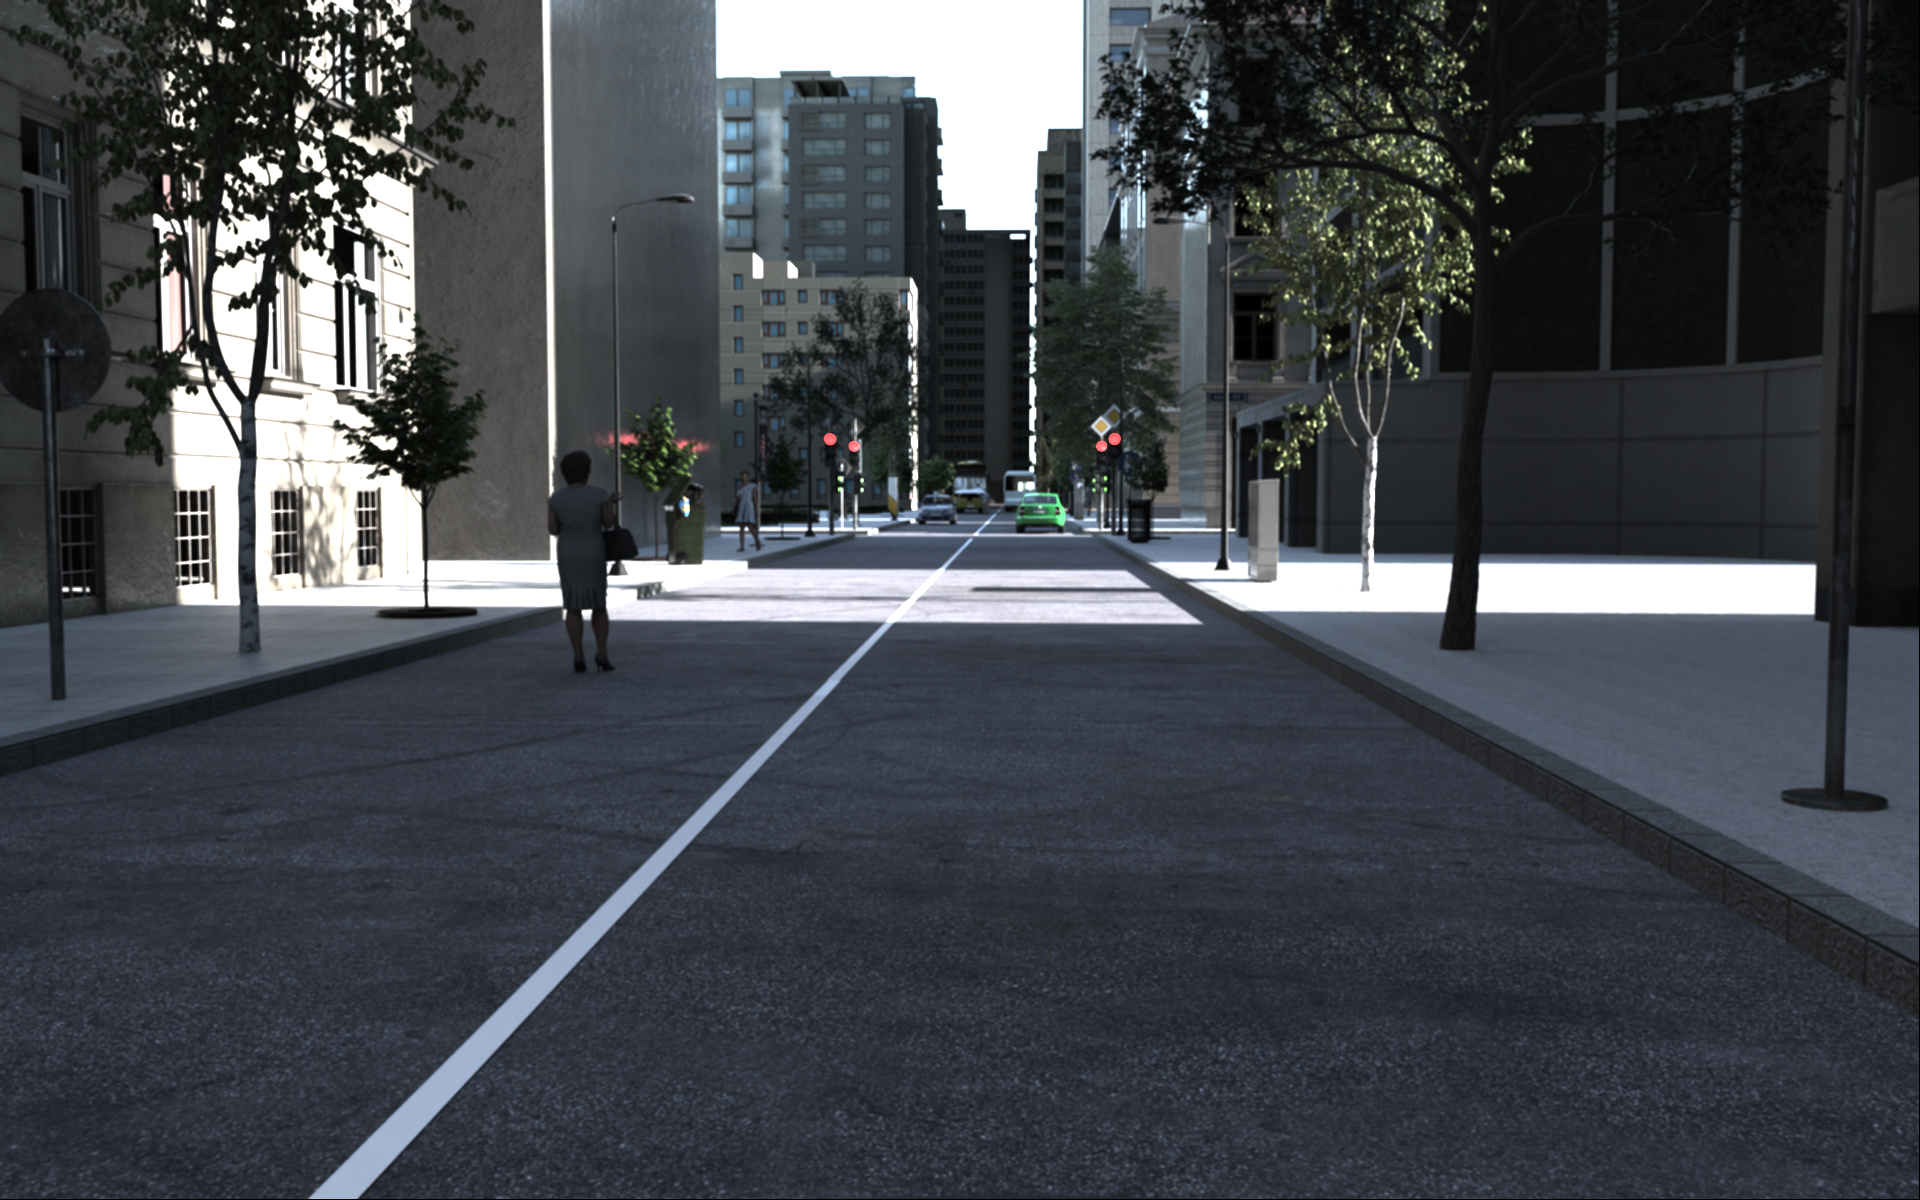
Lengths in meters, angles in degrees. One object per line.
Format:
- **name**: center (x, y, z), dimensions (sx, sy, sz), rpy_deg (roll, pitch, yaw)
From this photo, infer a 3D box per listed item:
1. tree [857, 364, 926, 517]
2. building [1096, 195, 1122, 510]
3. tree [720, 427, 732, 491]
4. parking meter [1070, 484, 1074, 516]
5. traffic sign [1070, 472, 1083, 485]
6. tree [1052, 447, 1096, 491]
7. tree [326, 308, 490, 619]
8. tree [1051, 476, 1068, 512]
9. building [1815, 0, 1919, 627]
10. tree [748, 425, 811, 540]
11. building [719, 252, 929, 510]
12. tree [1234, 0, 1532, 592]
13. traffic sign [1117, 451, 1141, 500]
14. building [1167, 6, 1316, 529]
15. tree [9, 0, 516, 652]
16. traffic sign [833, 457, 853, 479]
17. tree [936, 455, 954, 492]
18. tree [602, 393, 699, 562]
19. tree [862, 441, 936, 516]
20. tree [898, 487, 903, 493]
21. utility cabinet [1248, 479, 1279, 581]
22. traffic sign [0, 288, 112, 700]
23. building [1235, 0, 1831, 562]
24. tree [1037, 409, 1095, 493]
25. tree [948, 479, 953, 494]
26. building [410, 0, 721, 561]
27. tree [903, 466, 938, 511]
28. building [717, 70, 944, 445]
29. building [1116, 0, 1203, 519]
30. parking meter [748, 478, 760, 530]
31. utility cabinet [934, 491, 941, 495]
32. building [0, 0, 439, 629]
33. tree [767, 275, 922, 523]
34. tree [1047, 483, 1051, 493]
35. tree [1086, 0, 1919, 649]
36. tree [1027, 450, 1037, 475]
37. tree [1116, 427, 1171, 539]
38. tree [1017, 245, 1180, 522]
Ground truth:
- **tree**: center (-3.732, -8.977, 97.137), dimensions (4.737, 8.622, 4.395), rpy_deg (0, 3, 0)
- **building**: center (17.418, -18.504, 121.610), dimensions (14.314, 24.678, 30.058), rpy_deg (0, 4, 2)
- **tree**: center (-19.847, -11.320, 135.449), dimensions (4.737, 8.622, 4.395), rpy_deg (0, 3, 0)
- **parking meter**: center (6.573, -5.781, 100.234), dimensions (0.399, 1.863, 0.255), rpy_deg (-1, 4, -14)
- **traffic sign**: center (6.665, -6.064, 99.246), dimensions (0.768, 2.556, 0.104), rpy_deg (1, 4, 9)
- **tree**: center (7.821, -8.160, 117.124), dimensions (4.285, 4.588, 4.351), rpy_deg (0, 3, 0)
- **tree**: center (-5.776, -1.444, 18.204), dimensions (1.663, 3.219, 1.824), rpy_deg (0, 3, 0)
- **tree**: center (8.075, -8.074, 126.611), dimensions (1.663, 3.219, 1.824), rpy_deg (0, 3, 0)
- **building**: center (18.995, -23.340, 5.305), dimensions (21.300, 48.544, 21.600), rpy_deg (0, 4, 2)
- **tree**: center (-4.956, -3.309, 48.696), dimensions (1.663, 3.219, 1.824), rpy_deg (0, 3, 0)
- **building**: center (-17.261, -18.835, 152.993), dimensions (27.650, 21.520, 28.899), rpy_deg (0, 4, 2)
- **tree**: center (5.415, -4.429, 22.775), dimensions (4.737, 8.622, 4.395), rpy_deg (0, 3, 0)
- **traffic sign**: center (5.041, -3.131, 51.303), dimensions (0.768, 2.556, 0.104), rpy_deg (1, 4, 11)
- **building**: center (18.986, -14.173, 67.893), dimensions (21.152, 22.565, 11.583), rpy_deg (0, 4, 2)
- **tree**: center (-5.771, -3.897, 14.081), dimensions (4.737, 8.622, 4.395), rpy_deg (0, 3, 0)
- **traffic sign**: center (-4.183, -3.754, 61.105), dimensions (0.795, 2.593, 0.064), rpy_deg (0, 4, 7)
- **tree**: center (-1.869, -9.539, 139.682), dimensions (4.285, 4.588, 4.351), rpy_deg (0, 3, 0)
- **tree**: center (-5.733, -2.367, 33.296), dimensions (1.663, 3.219, 1.824), rpy_deg (0, 3, 0)
- **tree**: center (-4.120, -7.258, 102.375), dimensions (4.285, 4.588, 4.351), rpy_deg (0, 3, 0)
- **tree**: center (-3.988, -8.333, 130.845), dimensions (1.663, 3.219, 1.824), rpy_deg (0, 3, 0)
- **utility cabinet**: center (4.472, -1.037, 25.633), dimensions (0.318, 1.500, 1.173), rpy_deg (0, 4, 3)
- **traffic sign**: center (-5.629, -0.650, 10.738), dimensions (0.768, 2.556, 0.104), rpy_deg (0, 4, 4)
- **building**: center (18.149, -36.762, 39.313), dimensions (20.563, 71.187, 20.611), rpy_deg (0, 4, 2)
- **tree**: center (9.323, -11.834, 143.842), dimensions (4.737, 8.622, 4.395), rpy_deg (0, 3, 0)
- **tree**: center (-0.735, -11.394, 180.900), dimensions (1.663, 3.219, 1.824), rpy_deg (0, 3, 0)
- **building**: center (-24.503, -14.550, 42.405), dimensions (34.151, 26.468, 19.350), rpy_deg (0, 4, 2)
- **tree**: center (-2.567, -7.724, 120.891), dimensions (1.663, 3.219, 1.824), rpy_deg (0, 3, 0)
- **building**: center (-17.215, -35.430, 198.885), dimensions (30.456, 49.044, 23.786), rpy_deg (0, 4, 2)
- **building**: center (15.754, -18.996, 96.486), dimensions (13.634, 28.700, 20.117), rpy_deg (0, 4, 2)
- **parking meter**: center (-7.345, -3.425, 61.711), dimensions (0.399, 1.863, 0.255), rpy_deg (1, 4, 14)
- **utility cabinet**: center (-1.742, -7.668, 134.046), dimensions (0.318, 1.500, 1.173), rpy_deg (-1, 4, -14)
- **building**: center (-16.471, -11.025, 13.549), dimensions (16.112, 22.955, 30.059), rpy_deg (0, 4, 2)
- **tree**: center (-4.629, -8.592, 74.900), dimensions (8.767, 10.594, 7.601), rpy_deg (1, 4, 10)
- **tree**: center (8.839, -10.098, 159.705), dimensions (1.663, 3.219, 1.824), rpy_deg (0, 3, 0)
- **tree**: center (4.454, -4.864, 13.937), dimensions (7.601, 10.594, 8.767), rpy_deg (1, 4, 13)
- **tree**: center (10.726, -16.146, 214.350), dimensions (4.737, 8.622, 4.395), rpy_deg (0, 3, 0)
- **tree**: center (5.584, -3.364, 49.602), dimensions (1.663, 3.219, 1.824), rpy_deg (0, 3, 0)
- **tree**: center (6.498, -9.834, 78.909), dimensions (7.486, 12.596, 7.792), rpy_deg (0, 3, 0)
